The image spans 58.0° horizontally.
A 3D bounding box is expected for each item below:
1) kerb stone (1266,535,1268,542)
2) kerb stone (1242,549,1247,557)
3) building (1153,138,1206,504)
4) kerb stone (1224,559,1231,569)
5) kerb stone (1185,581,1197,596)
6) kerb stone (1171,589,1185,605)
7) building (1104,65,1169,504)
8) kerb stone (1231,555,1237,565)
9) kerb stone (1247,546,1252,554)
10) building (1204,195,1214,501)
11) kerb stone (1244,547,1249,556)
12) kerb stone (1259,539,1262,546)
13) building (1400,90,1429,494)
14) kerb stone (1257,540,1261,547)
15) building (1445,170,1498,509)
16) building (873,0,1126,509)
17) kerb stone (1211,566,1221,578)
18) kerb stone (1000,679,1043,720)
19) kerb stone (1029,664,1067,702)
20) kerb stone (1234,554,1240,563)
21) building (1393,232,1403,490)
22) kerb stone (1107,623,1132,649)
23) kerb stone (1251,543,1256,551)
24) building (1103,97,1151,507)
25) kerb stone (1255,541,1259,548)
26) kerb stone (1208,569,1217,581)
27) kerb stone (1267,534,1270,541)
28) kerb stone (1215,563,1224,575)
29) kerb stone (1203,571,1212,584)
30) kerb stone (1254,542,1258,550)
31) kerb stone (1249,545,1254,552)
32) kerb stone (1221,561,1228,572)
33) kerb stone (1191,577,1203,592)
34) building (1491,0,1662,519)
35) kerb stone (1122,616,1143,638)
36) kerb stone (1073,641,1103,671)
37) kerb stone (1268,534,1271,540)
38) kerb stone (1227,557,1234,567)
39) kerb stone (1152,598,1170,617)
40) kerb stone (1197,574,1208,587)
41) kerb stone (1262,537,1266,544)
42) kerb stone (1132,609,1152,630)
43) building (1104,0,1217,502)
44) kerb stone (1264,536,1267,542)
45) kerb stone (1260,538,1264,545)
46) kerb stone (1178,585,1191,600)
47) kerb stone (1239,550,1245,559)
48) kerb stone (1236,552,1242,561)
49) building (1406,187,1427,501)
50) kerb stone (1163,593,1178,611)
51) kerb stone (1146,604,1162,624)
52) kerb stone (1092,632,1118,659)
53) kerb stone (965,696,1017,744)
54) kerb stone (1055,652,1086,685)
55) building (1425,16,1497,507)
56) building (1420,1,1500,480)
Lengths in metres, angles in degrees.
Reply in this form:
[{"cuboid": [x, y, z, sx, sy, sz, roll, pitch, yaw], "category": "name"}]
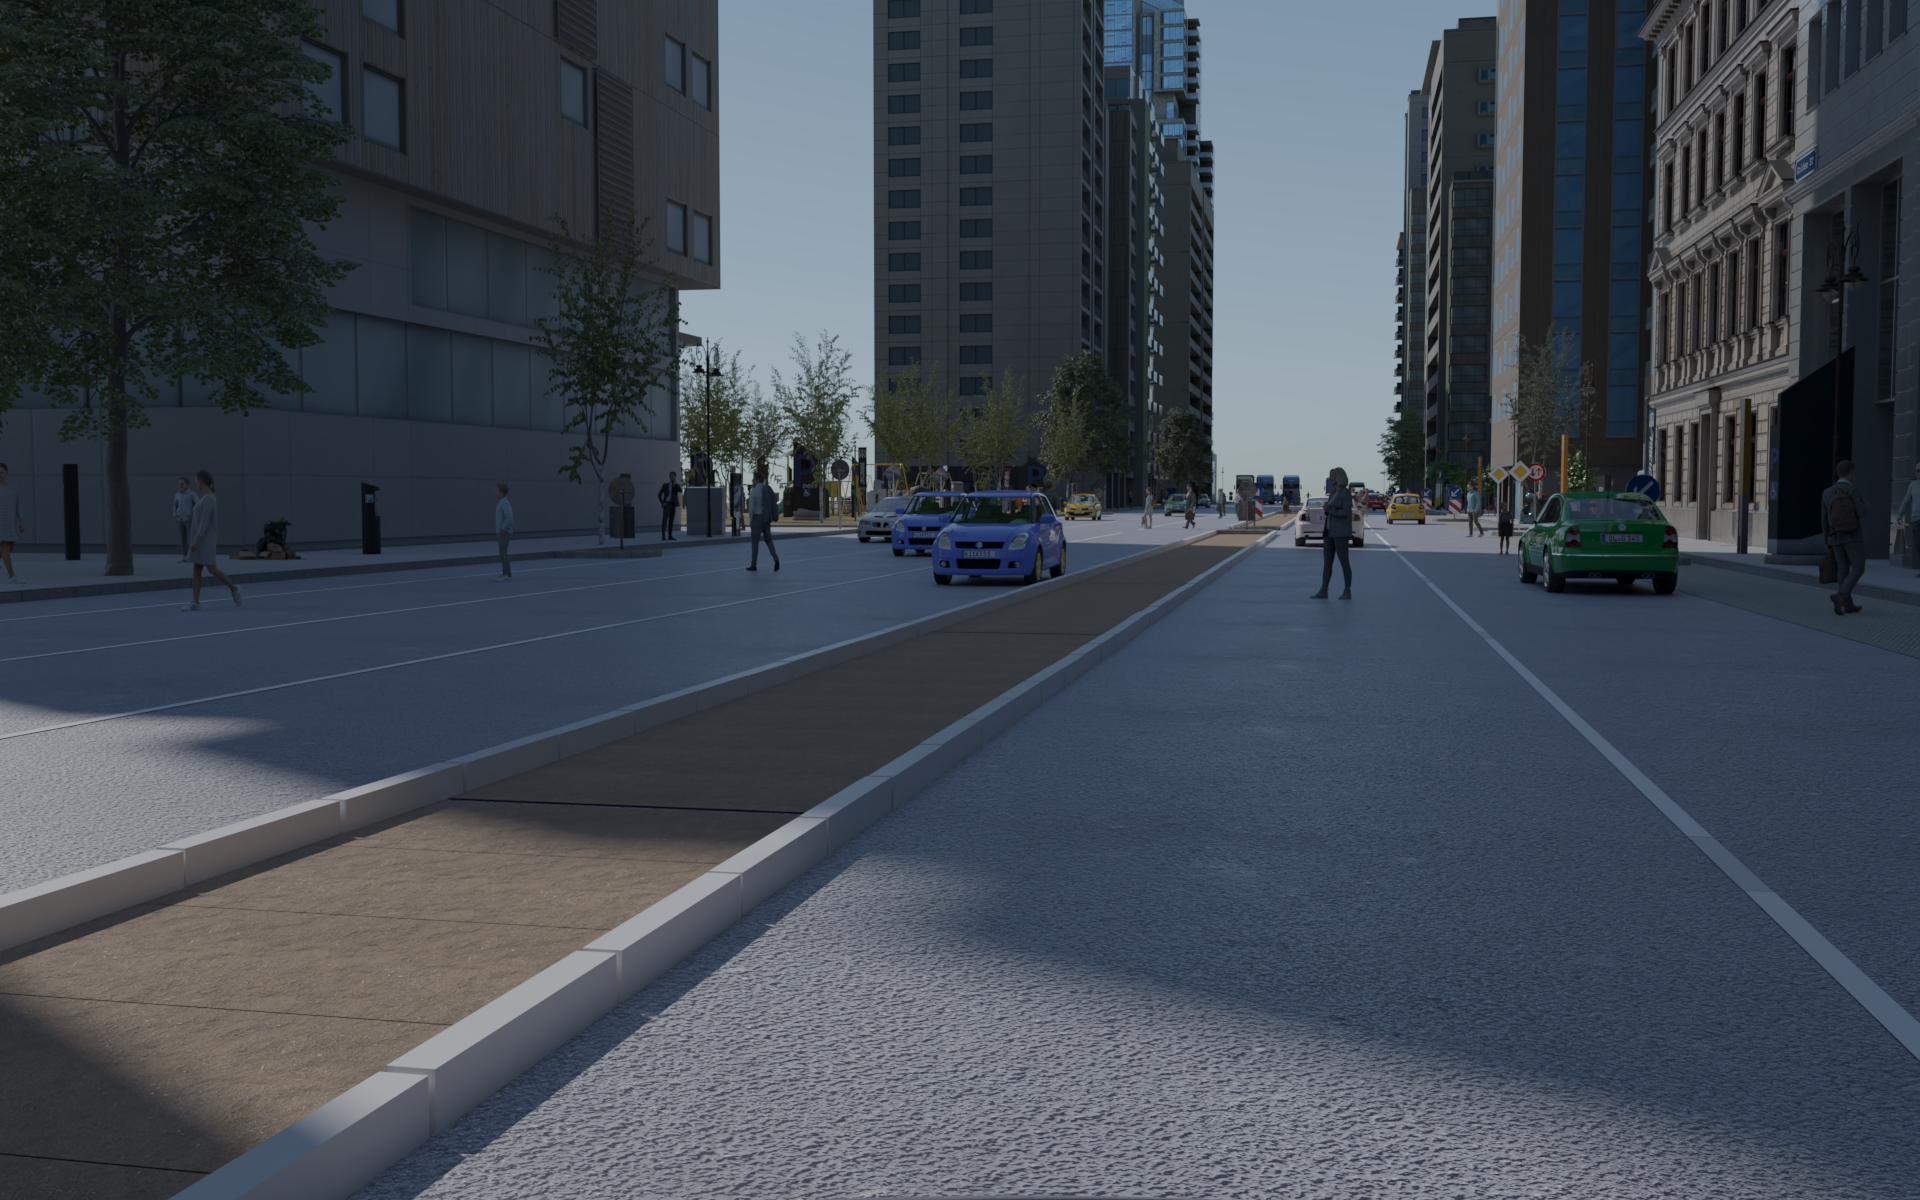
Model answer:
[{"cuboid": [8.832, -1.729, 50.466, 0.120, 0.150, 1.000, 1, 4, 12], "category": "kerb stone"}, {"cuboid": [6.231, -0.990, 38.435, 0.120, 0.150, 1.000, 1, 4, 12], "category": "kerb stone"}, {"cuboid": [22.096, -37.752, 240.953, 21.300, 48.544, 21.600, 1, 4, 12], "category": "building"}, {"cuboid": [4.932, -0.622, 32.417, 0.120, 0.150, 1.000, 1, 4, 12], "category": "kerb stone"}, {"cuboid": [3.206, -0.126, 24.395, 0.120, 0.150, 1.000, 1, 4, 12], "category": "kerb stone"}, {"cuboid": [2.769, -0.012, 22.396, 0.120, 0.150, 1.000, 1, 4, 12], "category": "kerb stone"}, {"cuboid": [11.316, -35.390, 198.233, 23.786, 49.044, 30.456, 1, 4, 12], "category": "building"}, {"cuboid": [5.372, -0.748, 34.422, 0.120, 0.150, 1.000, 1, 4, 12], "category": "kerb stone"}, {"cuboid": [6.665, -1.116, 40.440, 0.120, 0.150, 1.000, 1, 4, 12], "category": "kerb stone"}, {"cuboid": [26.840, -39.067, 262.439, 21.300, 48.544, 21.600, 1, 4, 12], "category": "building"}, {"cuboid": [6.449, -1.053, 39.434, 0.120, 0.150, 1.000, 1, 4, 12], "category": "kerb stone"}, {"cuboid": [7.963, -1.484, 46.467, 0.120, 0.150, 1.000, 1, 4, 12], "category": "kerb stone"}, {"cuboid": [74.961, -43.369, 251.087, 21.231, 58.520, 28.212, 1, 4, 12], "category": "building"}, {"cuboid": [7.759, -1.423, 45.465, 0.120, 0.150, 1.000, 1, 4, 12], "category": "kerb stone"}, {"cuboid": [51.019, -23.513, 156.147, 14.160, 30.474, 14.107, 1, 4, 12], "category": "building"}, {"cuboid": [4.600, -44.032, 158.171, 20.563, 71.187, 20.611, 1, 4, 12], "category": "building"}, {"cuboid": [4.291, -0.439, 29.401, 0.120, 0.150, 1.000, 1, 4, 12], "category": "kerb stone"}, {"cuboid": [0.390, 0.663, 11.375, 0.120, 0.150, 1.000, 1, 4, 12], "category": "kerb stone"}, {"cuboid": [0.610, 0.600, 12.378, 0.120, 0.150, 1.000, 1, 4, 12], "category": "kerb stone"}, {"cuboid": [5.583, -0.804, 35.423, 0.120, 0.150, 1.000, 1, 4, 12], "category": "kerb stone"}, {"cuboid": [81.528, -38.213, 279.404, 22.147, 44.769, 28.867, 1, 4, 12], "category": "building"}, {"cuboid": [1.483, 0.356, 16.380, 0.120, 0.150, 1.000, 1, 4, 12], "category": "kerb stone"}, {"cuboid": [7.102, -1.238, 42.441, 0.120, 0.150, 1.000, 1, 4, 12], "category": "kerb stone"}, {"cuboid": [11.424, -30.076, 175.331, 14.154, 41.232, 14.086, 1, 4, 12], "category": "building"}, {"cuboid": [7.539, -1.362, 44.460, 0.120, 0.150, 1.000, 1, 4, 12], "category": "kerb stone"}, {"cuboid": [4.073, -0.378, 28.400, 0.120, 0.150, 1.000, 1, 4, 12], "category": "kerb stone"}, {"cuboid": [9.044, -1.790, 51.466, 0.120, 0.150, 1.000, 1, 4, 12], "category": "kerb stone"}, {"cuboid": [4.502, -0.502, 30.401, 0.120, 0.150, 1.000, 1, 4, 12], "category": "kerb stone"}, {"cuboid": [3.847, -0.319, 27.403, 0.120, 0.150, 1.000, 1, 4, 12], "category": "kerb stone"}, {"cuboid": [7.319, -1.297, 43.448, 0.120, 0.150, 1.000, 1, 4, 12], "category": "kerb stone"}, {"cuboid": [6.883, -1.177, 41.439, 0.120, 0.150, 1.000, 1, 4, 12], "category": "kerb stone"}, {"cuboid": [4.715, -0.564, 31.410, 0.120, 0.150, 1.000, 1, 4, 12], "category": "kerb stone"}, {"cuboid": [3.424, -0.196, 25.393, 0.120, 0.150, 1.000, 1, 4, 12], "category": "kerb stone"}, {"cuboid": [35.200, -26.790, 88.130, 14.600, 45.320, 14.200, 1, 4, 12], "category": "building"}, {"cuboid": [1.694, 0.295, 17.387, 0.120, 0.150, 1.000, 1, 4, 12], "category": "kerb stone"}, {"cuboid": [1.037, 0.481, 14.378, 0.120, 0.150, 1.000, 1, 4, 12], "category": "kerb stone"}, {"cuboid": [9.266, -1.851, 52.464, 0.120, 0.150, 1.000, 1, 4, 12], "category": "kerb stone"}, {"cuboid": [5.150, -0.687, 33.424, 0.120, 0.150, 1.000, 1, 4, 12], "category": "kerb stone"}, {"cuboid": [2.335, 0.111, 20.387, 0.120, 0.150, 1.000, 1, 4, 12], "category": "kerb stone"}, {"cuboid": [3.637, -0.257, 26.396, 0.120, 0.150, 1.000, 1, 4, 12], "category": "kerb stone"}, {"cuboid": [8.406, -1.601, 48.463, 0.120, 0.150, 1.000, 1, 4, 12], "category": "kerb stone"}, {"cuboid": [1.899, 0.233, 18.389, 0.120, 0.150, 1.000, 1, 4, 12], "category": "kerb stone"}, {"cuboid": [32.060, -59.627, 287.575, 22.319, 86.520, 31.000, 1, 4, 12], "category": "building"}, {"cuboid": [8.620, -1.668, 49.466, 0.120, 0.150, 1.000, 1, 4, 12], "category": "kerb stone"}, {"cuboid": [8.188, -1.545, 47.464, 0.120, 0.150, 1.000, 1, 4, 12], "category": "kerb stone"}, {"cuboid": [2.990, -0.073, 23.394, 0.120, 0.150, 1.000, 1, 4, 12], "category": "kerb stone"}, {"cuboid": [6.018, -0.932, 37.431, 0.120, 0.150, 1.000, 1, 4, 12], "category": "kerb stone"}, {"cuboid": [5.796, -0.869, 36.430, 0.120, 0.150, 1.000, 1, 4, 12], "category": "kerb stone"}, {"cuboid": [67.026, -33.525, 231.728, 14.154, 41.232, 14.086, 1, 4, 12], "category": "building"}, {"cuboid": [2.559, 0.050, 21.384, 0.120, 0.150, 1.000, 1, 4, 12], "category": "kerb stone"}, {"cuboid": [2.125, 0.181, 19.387, 0.120, 0.150, 1.000, 1, 4, 12], "category": "kerb stone"}, {"cuboid": [1.262, 0.417, 15.375, 0.120, 0.150, 1.000, 1, 4, 12], "category": "kerb stone"}, {"cuboid": [0.174, 0.723, 10.375, 0.120, 0.150, 1.000, 1, 4, 12], "category": "kerb stone"}, {"cuboid": [0.827, 0.544, 13.378, 0.120, 0.150, 1.000, 1, 4, 12], "category": "kerb stone"}, {"cuboid": [58.211, -33.563, 172.459, 21.300, 48.544, 21.600, 1, 4, 12], "category": "building"}, {"cuboid": [67.102, -37.079, 195.482, 28.713, 52.752, 27.495, 1, 4, 12], "category": "building"}]
